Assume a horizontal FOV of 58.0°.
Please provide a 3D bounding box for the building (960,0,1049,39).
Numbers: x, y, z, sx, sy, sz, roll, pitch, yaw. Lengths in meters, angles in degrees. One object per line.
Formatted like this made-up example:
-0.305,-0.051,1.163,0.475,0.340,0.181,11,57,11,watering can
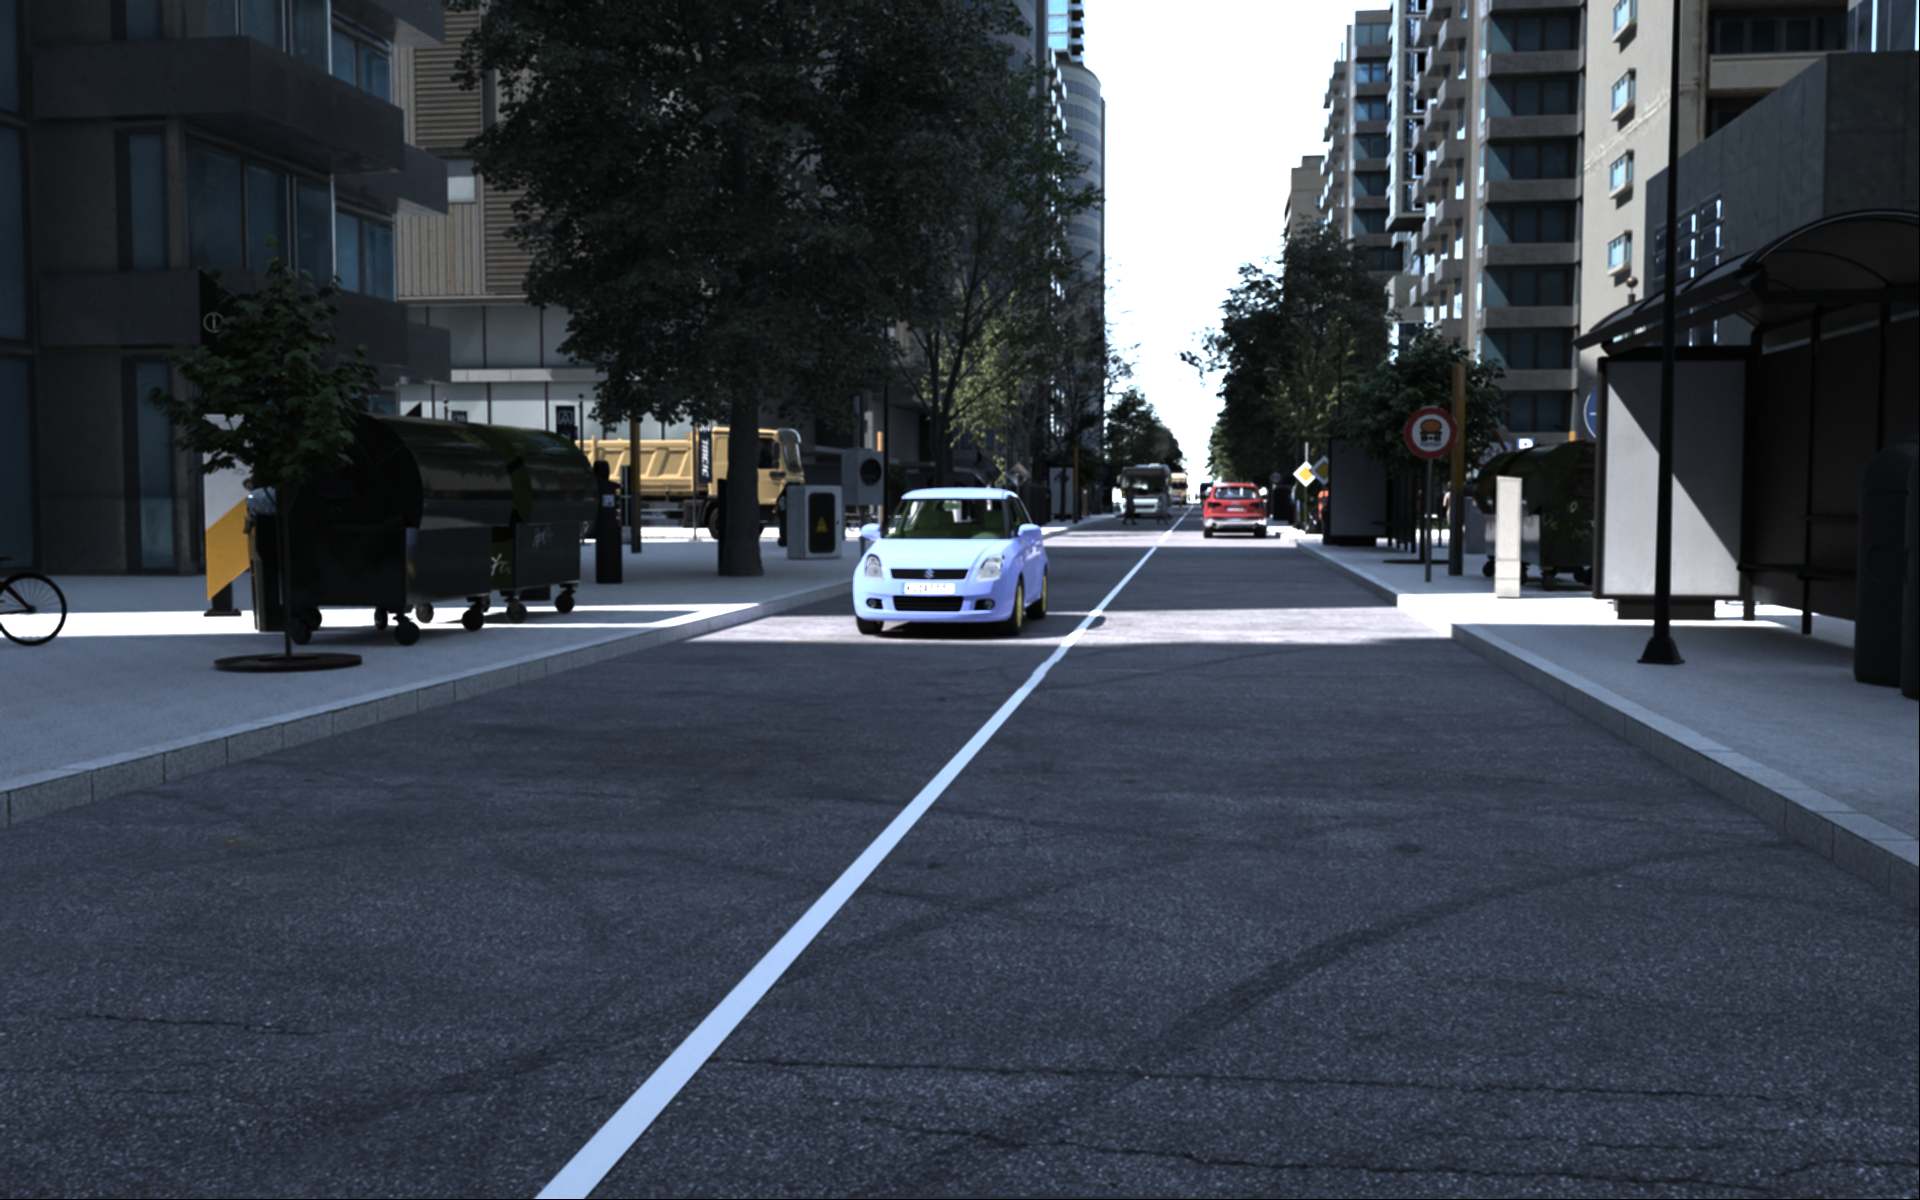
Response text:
-4.380,-36.793,143.570,21.231,58.520,28.212,0,4,8,building

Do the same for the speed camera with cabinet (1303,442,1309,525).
13.732,-4.365,65.697,0.660,3.252,2.038,-2,4,-27,speed camera with cabinet

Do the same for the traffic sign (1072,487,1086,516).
6.141,-6.453,99.379,2.265,3.308,0.079,1,4,15,traffic sign

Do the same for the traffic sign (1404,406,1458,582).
6.843,-1.537,25.238,0.768,2.556,0.104,1,4,11,traffic sign

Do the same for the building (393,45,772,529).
-18.256,-29.801,76.489,28.713,52.752,27.495,0,4,8,building

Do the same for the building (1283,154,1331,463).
56.336,-37.822,242.087,21.300,48.544,21.600,0,4,8,building

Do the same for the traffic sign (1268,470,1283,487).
16.873,-5.656,92.581,0.768,2.556,0.104,1,4,15,traffic sign

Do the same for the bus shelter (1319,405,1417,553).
9.463,-2.814,39.939,2.014,3.302,5.546,1,4,8,bus shelter

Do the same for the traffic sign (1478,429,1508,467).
10.642,-2.114,34.573,0.884,2.594,0.081,1,4,13,traffic sign

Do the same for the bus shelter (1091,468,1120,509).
10.256,-7.933,123.626,2.014,3.302,5.546,0,4,8,bus shelter

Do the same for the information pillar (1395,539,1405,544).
11.493,-2.477,44.991,0.304,2.012,0.304,0,4,6,information pillar

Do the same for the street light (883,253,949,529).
-0.907,-3.734,33.587,1.470,5.913,1.316,0,4,8,street light

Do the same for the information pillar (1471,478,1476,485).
23.462,-4.561,79.057,0.304,2.012,0.304,1,4,14,information pillar

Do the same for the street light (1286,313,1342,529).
9.182,-4.397,44.438,1.470,5.913,1.316,0,4,8,street light

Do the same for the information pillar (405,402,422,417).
-13.846,-3.214,43.895,0.504,3.616,0.183,-2,4,-35,information pillar

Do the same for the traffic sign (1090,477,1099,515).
8.047,-6.445,105.481,0.768,2.556,0.104,1,4,17,traffic sign

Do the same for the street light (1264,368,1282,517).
11.925,-5.596,64.037,1.470,5.913,1.316,0,4,8,street light

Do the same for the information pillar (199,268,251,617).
-7.658,-1.635,18.084,0.504,3.616,0.183,-1,4,-10,information pillar

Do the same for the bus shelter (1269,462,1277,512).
19.029,-6.531,100.707,2.014,3.302,5.546,0,4,8,bus shelter

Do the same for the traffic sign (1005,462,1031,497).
1.797,-3.056,53.609,0.795,2.450,0.064,0,4,8,traffic sign

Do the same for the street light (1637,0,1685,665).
4.799,-2.479,13.081,1.470,5.913,1.316,0,4,8,street light

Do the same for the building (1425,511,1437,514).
40.552,-29.870,107.981,23.786,49.044,30.456,0,4,8,building

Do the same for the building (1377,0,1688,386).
44.292,-50.783,142.981,22.319,86.520,31.000,0,4,8,building

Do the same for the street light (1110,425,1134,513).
10.713,-8.779,116.075,1.470,5.913,1.316,0,4,8,street light

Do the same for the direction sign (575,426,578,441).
-12.996,-4.010,57.557,0.379,3.537,0.876,2,4,31,direction sign

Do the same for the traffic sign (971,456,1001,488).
0.682,-2.572,45.702,0.795,2.450,0.064,0,4,8,traffic sign

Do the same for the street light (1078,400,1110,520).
6.457,-6.888,85.162,1.470,5.913,1.316,0,4,8,street light

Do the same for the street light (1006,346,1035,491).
2.018,-4.979,53.944,1.470,5.913,1.316,0,4,8,street light

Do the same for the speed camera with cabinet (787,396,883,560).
-2.476,-2.456,34.493,2.038,3.252,0.660,-3,5,-42,speed camera with cabinet

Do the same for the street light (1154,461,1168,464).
24.346,-14.651,212.090,1.470,5.913,1.316,0,4,8,street light

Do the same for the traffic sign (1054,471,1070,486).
5.033,-5.179,85.860,0.795,2.450,0.064,1,4,10,traffic sign

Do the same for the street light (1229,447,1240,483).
22.679,-10.240,139.969,1.470,5.913,1.316,0,4,8,street light

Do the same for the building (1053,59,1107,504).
8.383,-42.362,234.618,21.231,58.520,28.212,0,4,8,building

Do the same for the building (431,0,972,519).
-14.268,-31.955,111.706,28.713,52.752,27.495,0,4,8,building

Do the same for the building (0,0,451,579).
-25.743,-24.950,27.534,30.456,49.044,23.786,0,4,8,building

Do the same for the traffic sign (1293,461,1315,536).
10.453,-2.980,52.373,0.795,2.450,0.064,0,4,8,traffic sign

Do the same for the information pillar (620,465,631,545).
-8.458,-2.427,44.167,0.304,2.012,0.304,-3,5,-42,information pillar

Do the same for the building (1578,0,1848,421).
36.331,-27.134,67.350,21.600,48.544,21.300,0,4,8,building

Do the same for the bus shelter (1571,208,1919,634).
6.898,-1.292,15.042,2.014,3.302,5.546,1,4,8,bus shelter

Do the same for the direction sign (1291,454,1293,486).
17.524,-6.084,91.464,0.379,3.537,0.876,1,4,13,direction sign

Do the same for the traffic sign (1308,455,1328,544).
9.338,-2.497,44.465,0.795,2.450,0.064,0,4,8,traffic sign

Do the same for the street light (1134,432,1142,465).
12.613,-9.583,129.218,1.470,5.913,1.316,0,4,8,street light

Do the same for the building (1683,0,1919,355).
23.008,-43.053,16.596,22.319,86.520,31.000,0,4,8,building

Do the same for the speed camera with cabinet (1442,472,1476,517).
27.397,-6.168,95.185,2.038,3.252,0.660,2,4,25,speed camera with cabinet

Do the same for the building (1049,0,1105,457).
11.333,-58.136,263.191,22.319,86.520,31.000,0,4,8,building

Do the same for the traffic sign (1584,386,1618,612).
7.151,-1.142,18.776,0.768,2.556,0.104,1,4,16,traffic sign

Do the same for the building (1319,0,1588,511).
48.123,-33.942,174.559,23.786,49.044,30.456,0,4,8,building

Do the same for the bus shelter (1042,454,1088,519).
5.478,-5.869,89.883,2.014,3.302,5.546,0,4,8,bus shelter

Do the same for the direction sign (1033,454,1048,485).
4.559,-6.513,98.489,0.876,3.537,0.379,0,4,7,direction sign

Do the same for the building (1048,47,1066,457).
-1.244,-33.846,172.986,23.786,49.044,30.456,0,4,8,building
